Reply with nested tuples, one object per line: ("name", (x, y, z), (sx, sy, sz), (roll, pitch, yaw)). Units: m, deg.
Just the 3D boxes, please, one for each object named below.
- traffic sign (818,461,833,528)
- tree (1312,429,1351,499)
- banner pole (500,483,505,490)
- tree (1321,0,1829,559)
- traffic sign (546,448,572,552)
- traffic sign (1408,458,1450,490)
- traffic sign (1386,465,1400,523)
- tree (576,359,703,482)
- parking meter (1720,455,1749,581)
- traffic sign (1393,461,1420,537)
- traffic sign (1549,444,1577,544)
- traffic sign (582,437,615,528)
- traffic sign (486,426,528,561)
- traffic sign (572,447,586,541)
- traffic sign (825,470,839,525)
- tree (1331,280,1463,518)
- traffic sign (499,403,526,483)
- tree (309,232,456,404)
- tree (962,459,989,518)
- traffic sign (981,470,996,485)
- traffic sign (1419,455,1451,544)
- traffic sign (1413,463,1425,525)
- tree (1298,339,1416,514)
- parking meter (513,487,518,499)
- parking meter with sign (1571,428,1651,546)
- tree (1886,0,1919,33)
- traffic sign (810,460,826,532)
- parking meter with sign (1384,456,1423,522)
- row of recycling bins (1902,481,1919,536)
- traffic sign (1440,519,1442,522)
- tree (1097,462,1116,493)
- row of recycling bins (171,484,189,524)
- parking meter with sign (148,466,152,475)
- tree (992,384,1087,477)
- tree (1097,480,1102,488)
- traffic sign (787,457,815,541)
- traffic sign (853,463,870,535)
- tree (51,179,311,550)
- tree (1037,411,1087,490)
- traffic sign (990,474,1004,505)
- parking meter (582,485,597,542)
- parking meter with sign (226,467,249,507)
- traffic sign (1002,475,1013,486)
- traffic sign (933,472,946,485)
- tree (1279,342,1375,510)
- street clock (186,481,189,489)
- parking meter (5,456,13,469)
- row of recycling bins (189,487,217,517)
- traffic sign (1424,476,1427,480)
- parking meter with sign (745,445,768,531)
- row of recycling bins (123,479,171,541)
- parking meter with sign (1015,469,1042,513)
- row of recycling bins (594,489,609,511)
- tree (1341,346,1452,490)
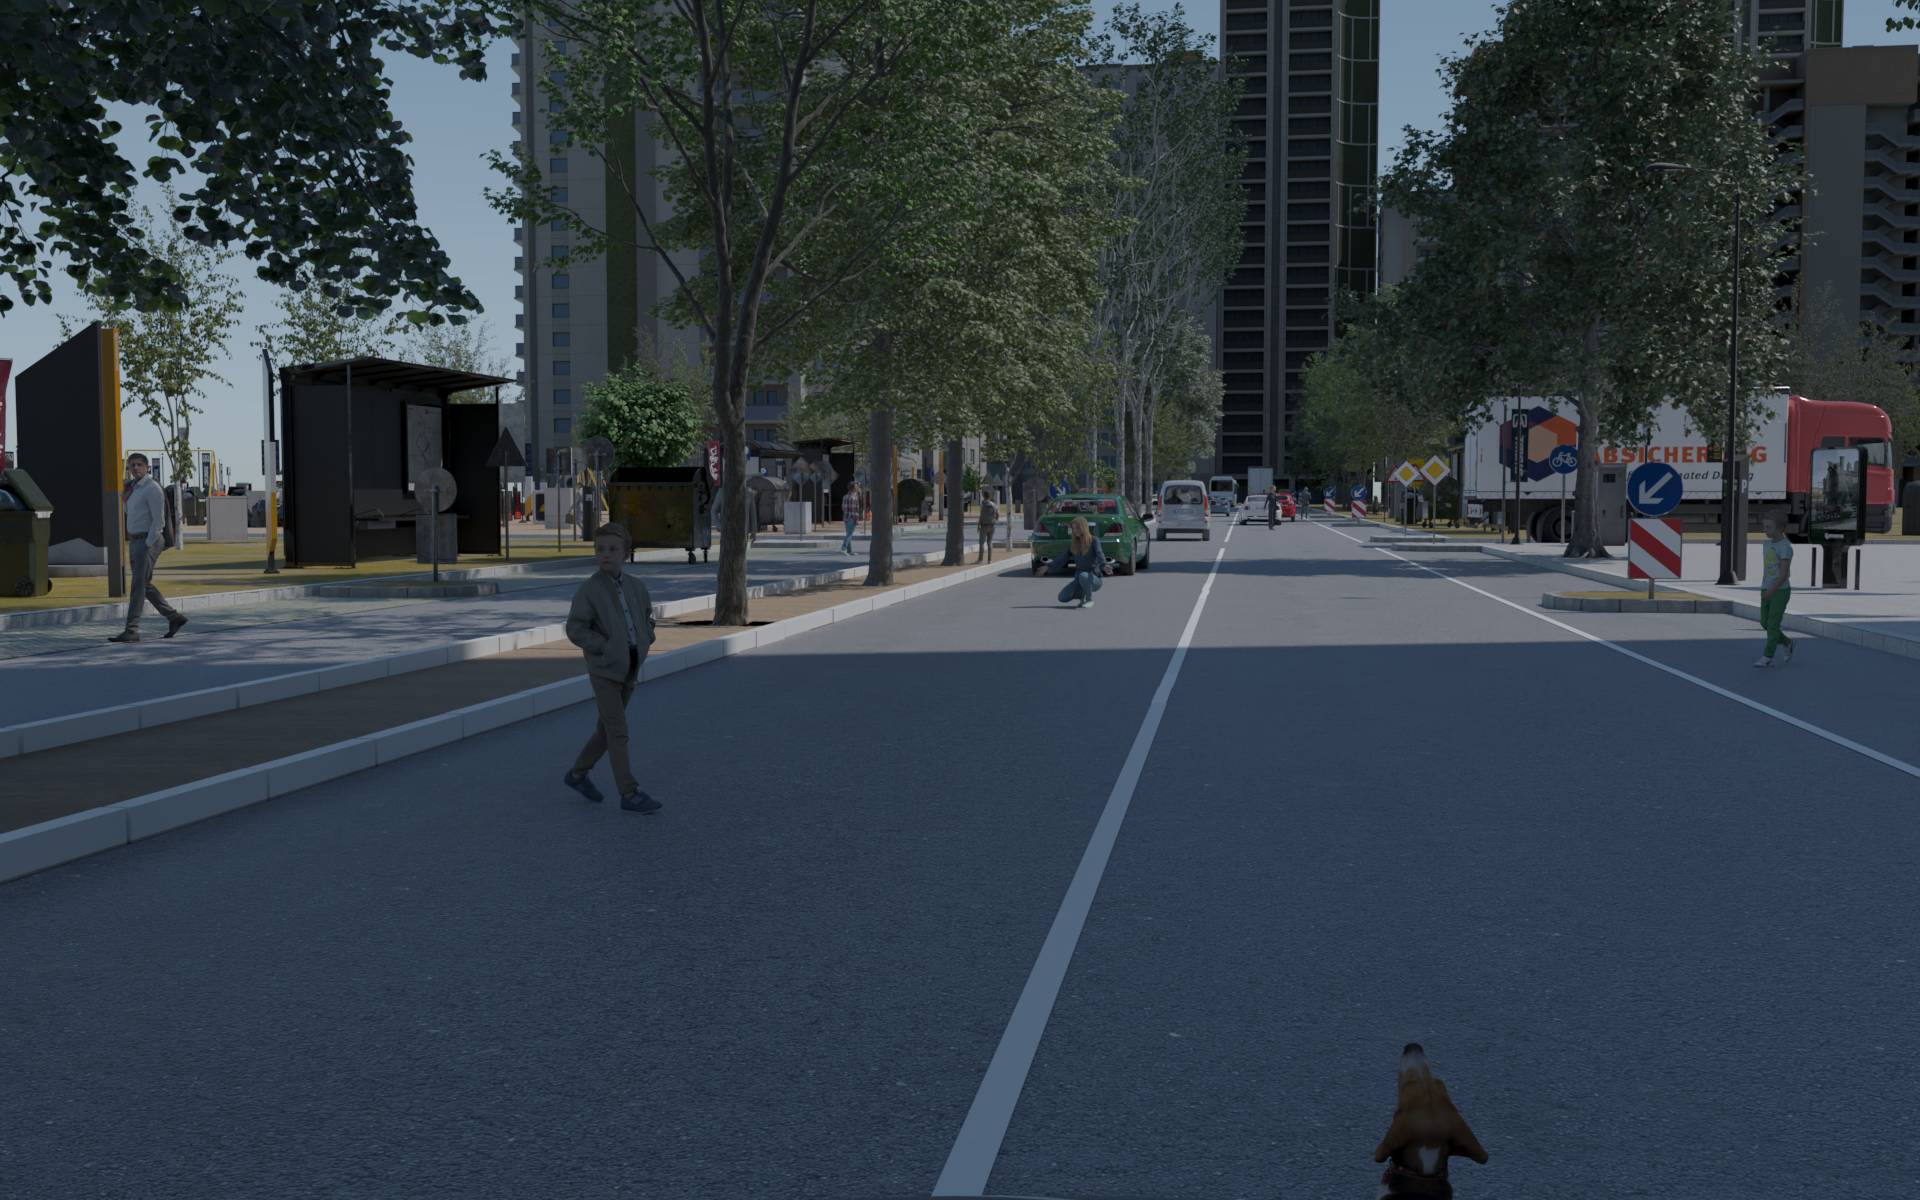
("traffic sign", (-5.222, -4.027, 65.950), (0.768, 2.556, 0.104), (1, 4, 16))
("tree", (34.247, -12.723, 158.387), (4.737, 8.622, 4.395), (0, 3, 0))
("banner pole", (-32.119, -8.002, 120.850), (0.863, 3.779, 0.401), (-2, 4, -35))
("tree", (12.541, -7.188, 34.528), (9.611, 12.733, 9.660), (0, 3, 0))
("traffic sign", (-8.839, -2.205, 38.174), (0.606, 2.300, 0.079), (1, 4, 13))
("traffic sign", (26.395, -6.346, 97.628), (2.265, 3.308, 0.079), (1, 4, 13))
("traffic sign", (19.482, -4.738, 77.470), (0.884, 2.594, 0.081), (1, 4, 16))
("tree", (-7.845, -3.577, 42.206), (4.285, 4.588, 4.351), (0, 3, 0))
("parking meter", (11.434, -1.215, 25.573), (0.399, 1.863, 0.255), (-3, 5, -43))
("traffic sign", (13.411, -2.963, 52.092), (0.795, 2.450, 0.064), (1, 4, 9))
("traffic sign", (15.484, -2.711, 44.427), (0.768, 2.556, 0.104), (1, 4, 11))
("traffic sign", (-8.018, -2.339, 38.346), (0.768, 2.556, 0.104), (1, 4, 11))
("traffic sign", (-8.719, -2.036, 33.301), (0.884, 2.594, 0.081), (1, 4, 16))
("traffic sign", (-10.528, -2.885, 47.275), (0.768, 2.556, 0.104), (1, 4, 15))
("traffic sign", (-5.364, -4.291, 71.336), (0.795, 2.450, 0.064), (1, 4, 12))
("tree", (23.600, -10.658, 92.385), (7.486, 12.596, 7.792), (0, 3, 0))
("traffic sign", (-10.846, -2.763, 39.046), (2.265, 3.308, 0.079), (1, 4, 14))
("tree", (-16.665, -5.822, 45.558), (4.737, 8.622, 4.395), (0, 3, 0))
("tree", (0.532, -6.086, 94.112), (1.663, 3.219, 1.824), (0, 3, 0))
("traffic sign", (1.548, -5.817, 95.108), (0.884, 2.594, 0.081), (1, 4, 10))
("traffic sign", (12.112, -2.481, 44.213), (0.795, 2.450, 0.064), (1, 4, 9))
("traffic sign", (18.954, -4.414, 72.165), (0.884, 2.594, 0.081), (1, 4, 17))
("tree", (26.013, -11.404, 112.211), (9.928, 11.665, 9.643), (0, 3, 0))
("parking meter", (-33.524, -7.640, 130.629), (0.399, 1.863, 0.255), (0, 4, -8))
("parking meter with sign", (16.110, -2.853, 42.914), (1.738, 3.016, 0.543), (1, 4, 11))
("tree", (10.366, -3.970, 15.266), (4.737, 8.622, 4.395), (0, 3, 0))
("traffic sign", (-4.933, -3.537, 59.012), (0.795, 2.450, 0.064), (1, 4, 15))
("parking meter with sign", (20.341, -5.088, 79.449), (1.738, 3.016, 0.543), (1, 4, 17))
("row of recycling bins", (31.086, -2.837, 53.494), (3.534, 1.692, 1.069), (1, 4, 9))
("traffic sign", (21.808, -4.791, 78.447), (0.768, 2.556, 0.104), (1, 4, 19))
("tree", (16.792, -12.864, 194.039), (4.285, 4.588, 4.351), (0, 3, 0))
("row of recycling bins", (-34.490, -4.014, 72.737), (3.534, 1.692, 1.069), (-2, 4, -28))
("parking meter with sign", (-50.118, -6.731, 106.320), (0.543, 3.016, 1.738), (-3, 4, -39))
("tree", (5.517, -11.509, 122.586), (7.601, 10.594, 8.767), (1, 4, 21))
("tree", (13.766, -10.968, 173.931), (1.663, 3.219, 1.824), (0, 3, 0))
("traffic sign", (-4.308, -2.648, 46.930), (0.795, 2.450, 0.064), (1, 4, 9))
("traffic sign", (-3.010, -3.129, 54.809), (0.795, 2.450, 0.064), (1, 4, 9))
("tree", (-18.144, -5.451, 39.488), (4.737, 8.622, 4.395), (0, 3, 0))
("tree", (7.374, -10.980, 129.886), (4.360, 8.622, 3.978), (0, 3, 0))
("traffic sign", (2.315, -6.663, 108.936), (0.884, 2.594, 0.081), (1, 4, 19))
("parking meter", (-10.005, -2.347, 46.778), (0.372, 1.533, 0.369), (0, 3, 0))
("parking meter with sign", (-46.191, -7.047, 111.476), (1.738, 3.016, 0.543), (0, 4, -6))
("traffic sign", (3.087, -6.876, 112.527), (0.768, 2.556, 0.104), (1, 4, 10))
("traffic sign", (-1.139, -5.939, 97.201), (0.768, 2.556, 0.104), (1, 4, 19))
("tree", (30.825, -13.986, 139.038), (12.009, 13.543, 11.850), (0, 3, 0))
("street clock", (-41.894, -5.440, 93.517), (0.358, 2.002, 0.471), (3, 5, 44))
("parking meter", (-14.195, -1.220, 25.657), (0.399, 1.863, 0.255), (3, 5, 41))
("row of recycling bins", (-42.921, -5.424, 95.798), (3.534, 1.692, 1.069), (-1, 4, -13))
("traffic sign", (26.441, -5.941, 97.247), (0.768, 2.556, 0.104), (1, 4, 11))
("parking meter with sign", (-7.289, -3.959, 60.983), (0.543, 3.016, 1.738), (-2, 4, -32))
("row of recycling bins", (-22.880, -2.428, 46.813), (1.069, 1.692, 3.534), (0, 4, 5))
("parking meter with sign", (4.574, -7.338, 116.232), (1.738, 3.016, 0.543), (1, 4, 9))
("row of recycling bins", (-28.336, -7.811, 134.825), (3.534, 1.692, 1.069), (1, 4, 20))
("tree", (21.220, -8.127, 83.240), (4.360, 8.622, 3.978), (0, 3, 0))
